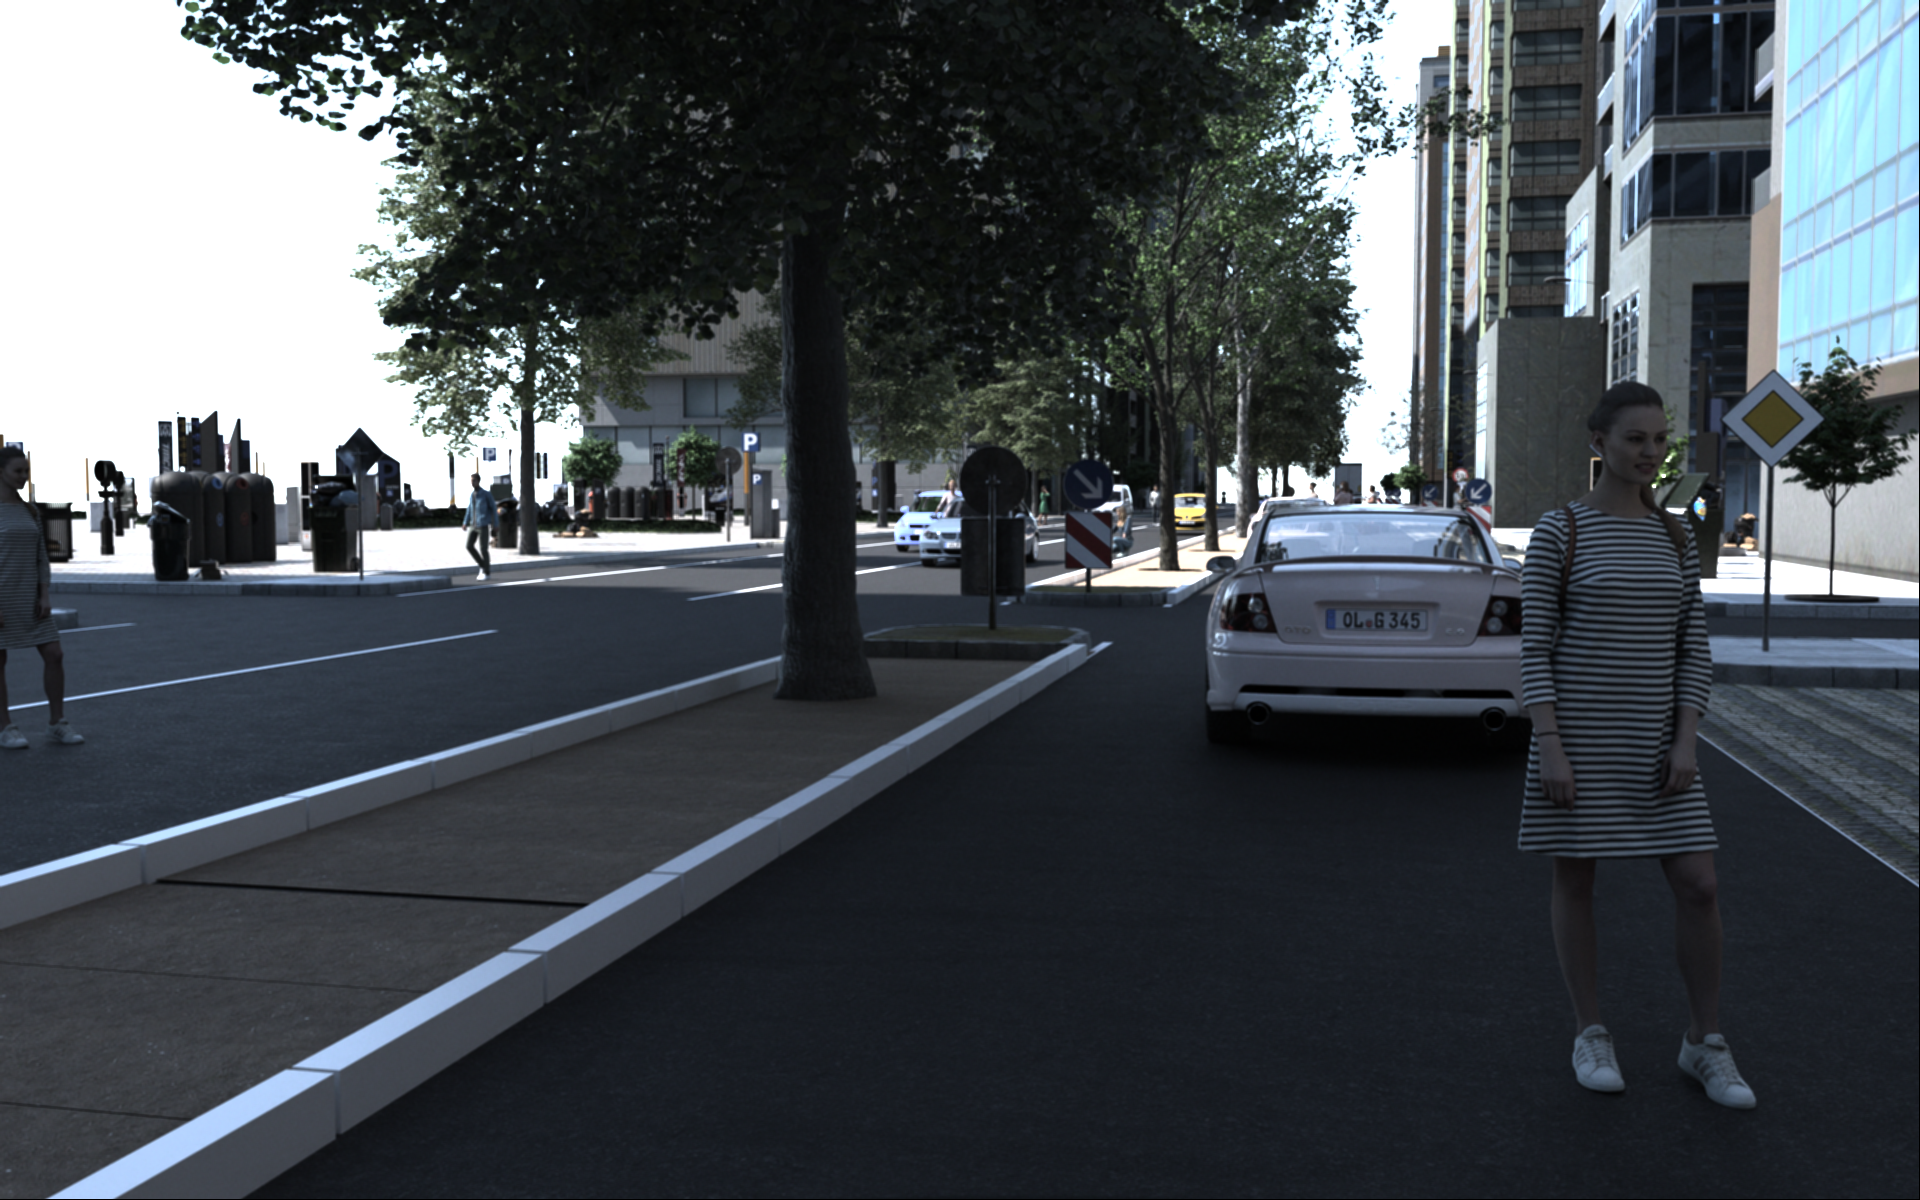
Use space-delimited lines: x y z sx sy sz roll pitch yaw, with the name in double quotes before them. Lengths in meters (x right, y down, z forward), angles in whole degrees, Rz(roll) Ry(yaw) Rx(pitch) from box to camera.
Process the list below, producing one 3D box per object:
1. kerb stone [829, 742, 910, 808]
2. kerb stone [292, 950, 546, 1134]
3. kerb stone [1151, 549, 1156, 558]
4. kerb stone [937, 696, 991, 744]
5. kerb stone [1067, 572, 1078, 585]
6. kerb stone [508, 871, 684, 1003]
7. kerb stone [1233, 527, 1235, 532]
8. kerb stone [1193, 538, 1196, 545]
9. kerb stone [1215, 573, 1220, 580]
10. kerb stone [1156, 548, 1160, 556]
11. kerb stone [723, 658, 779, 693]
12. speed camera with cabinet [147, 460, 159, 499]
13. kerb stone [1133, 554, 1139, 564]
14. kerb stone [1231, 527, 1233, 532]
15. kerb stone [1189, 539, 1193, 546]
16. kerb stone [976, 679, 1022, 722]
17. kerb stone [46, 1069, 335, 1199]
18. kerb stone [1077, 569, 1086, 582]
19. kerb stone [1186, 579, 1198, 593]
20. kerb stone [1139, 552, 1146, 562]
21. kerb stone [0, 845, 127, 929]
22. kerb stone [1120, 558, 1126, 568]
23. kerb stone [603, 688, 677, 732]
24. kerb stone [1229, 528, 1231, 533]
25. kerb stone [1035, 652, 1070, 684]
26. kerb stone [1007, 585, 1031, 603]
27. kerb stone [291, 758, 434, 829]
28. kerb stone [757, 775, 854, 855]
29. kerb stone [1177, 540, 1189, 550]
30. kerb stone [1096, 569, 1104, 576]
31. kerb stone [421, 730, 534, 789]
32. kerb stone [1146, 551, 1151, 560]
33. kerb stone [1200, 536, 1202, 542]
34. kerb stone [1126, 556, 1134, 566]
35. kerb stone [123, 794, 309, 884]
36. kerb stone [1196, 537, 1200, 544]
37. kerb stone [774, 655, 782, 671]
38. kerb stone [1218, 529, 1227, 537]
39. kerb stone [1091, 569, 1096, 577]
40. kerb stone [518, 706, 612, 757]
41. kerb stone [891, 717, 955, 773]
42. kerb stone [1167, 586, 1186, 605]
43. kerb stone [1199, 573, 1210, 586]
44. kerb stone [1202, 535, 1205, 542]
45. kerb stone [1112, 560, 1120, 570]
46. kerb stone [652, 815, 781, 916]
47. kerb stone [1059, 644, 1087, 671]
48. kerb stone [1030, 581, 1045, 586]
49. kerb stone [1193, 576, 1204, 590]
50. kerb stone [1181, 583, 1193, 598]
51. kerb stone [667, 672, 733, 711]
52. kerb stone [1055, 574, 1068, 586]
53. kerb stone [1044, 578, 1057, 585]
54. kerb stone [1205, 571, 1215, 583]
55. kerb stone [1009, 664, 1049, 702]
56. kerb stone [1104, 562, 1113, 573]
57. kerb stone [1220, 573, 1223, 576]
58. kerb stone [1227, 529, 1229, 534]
"kerb stone" -0.438 0.846 8.363 0.120 0.150 1.000 1 4 13
"kerb stone" -1.334 1.095 4.371 0.120 0.150 1.000 1 4 13
"kerb stone" 4.166 -0.987 38.379 0.120 0.150 1.000 1 4 13
"kerb stone" 0.013 0.724 10.362 0.120 0.150 1.000 1 4 13
"kerb stone" 1.687 -0.316 27.369 0.120 0.150 1.000 1 4 13
"kerb stone" -1.109 1.031 5.369 0.120 0.150 1.000 1 4 13
"kerb stone" 10.026 -2.576 64.388 0.120 0.150 1.000 1 4 13
"kerb stone" 6.424 -1.596 48.372 0.120 0.150 1.000 1 4 13
"kerb stone" 4.200 -0.408 28.934 0.120 0.150 1.000 1 4 13
"kerb stone" 4.394 -1.050 39.375 0.120 0.150 1.000 1 4 13
"kerb stone" -1.581 0.572 12.838 0.120 0.150 1.000 1 4 13
"speed camera with cabinet" -38.947 -5.557 85.197 0.660 3.252 2.038 1 4 21
"kerb stone" 3.495 -0.801 35.382 0.120 0.150 1.000 1 4 13
"kerb stone" 9.803 -2.520 63.391 0.120 0.150 1.000 1 4 13
"kerb stone" 6.199 -1.535 47.374 0.120 0.150 1.000 1 4 13
"kerb stone" 0.239 0.663 11.360 0.120 0.150 1.000 1 4 13
"kerb stone" -1.555 1.153 3.369 0.120 0.150 1.000 1 4 13
"kerb stone" 1.923 -0.377 28.367 0.120 0.150 1.000 1 4 13
"kerb stone" 3.289 -0.167 24.930 0.120 0.150 1.000 1 4 13
"kerb stone" 3.727 -0.867 36.377 0.120 0.150 1.000 1 4 13
"kerb stone" -3.156 1.000 5.842 0.120 0.150 1.000 1 4 13
"kerb stone" 3.036 -0.682 33.376 0.120 0.150 1.000 1 4 13
"kerb stone" -2.031 0.695 10.838 0.120 0.150 1.000 1 4 13
"kerb stone" 9.578 -2.458 62.378 0.120 0.150 1.000 1 4 13
"kerb stone" 0.689 0.540 13.371 0.120 0.150 1.000 1 4 13
"kerb stone" 0.788 -0.066 23.358 0.120 0.150 1.000 1 4 13
"kerb stone" -2.707 0.878 7.843 0.120 0.150 1.000 1 4 13
"kerb stone" -0.659 0.909 7.363 0.120 0.150 1.000 1 4 13
"kerb stone" 5.970 -1.479 46.376 0.120 0.150 1.000 1 4 13
"kerb stone" 2.358 -0.500 30.364 0.120 0.150 1.000 1 4 13
"kerb stone" -2.476 0.819 8.842 0.120 0.150 1.000 1 4 13
"kerb stone" 3.950 -0.928 37.375 0.120 0.150 1.000 1 4 13
"kerb stone" 6.874 -1.724 50.376 0.120 0.150 1.000 1 4 13
"kerb stone" 3.275 -0.741 34.384 0.120 0.150 1.000 1 4 13
"kerb stone" -2.928 0.939 6.841 0.120 0.150 1.000 1 4 13
"kerb stone" 6.655 -1.659 49.373 0.120 0.150 1.000 1 4 13
"kerb stone" -1.352 0.514 13.834 0.120 0.150 1.000 1 4 13
"kerb stone" 9.124 -2.335 60.375 0.120 0.150 1.000 1 4 13
"kerb stone" 2.138 -0.439 29.366 0.120 0.150 1.000 1 4 13
"kerb stone" -2.258 0.756 9.841 0.120 0.150 1.000 1 4 13
"kerb stone" -0.209 0.785 9.364 0.120 0.150 1.000 1 4 13
"kerb stone" 2.847 -0.045 22.926 0.120 0.150 1.000 1 4 13
"kerb stone" 3.743 -0.290 26.937 0.120 0.150 1.000 1 4 13
"kerb stone" 7.097 -1.780 51.374 0.120 0.150 1.000 1 4 13
"kerb stone" 2.815 -0.623 32.375 0.120 0.150 1.000 1 4 13
"kerb stone" -0.884 0.968 6.366 0.120 0.150 1.000 1 4 13
"kerb stone" 0.918 0.482 14.371 0.120 0.150 1.000 1 4 13
"kerb stone" 1.015 -0.133 24.366 0.120 0.150 1.000 1 4 13
"kerb stone" 3.516 -0.229 25.932 0.120 0.150 1.000 1 4 13
"kerb stone" 3.076 -0.103 23.930 0.120 0.150 1.000 1 4 13
"kerb stone" -1.801 0.633 11.839 0.120 0.150 1.000 1 4 13
"kerb stone" 1.468 -0.255 26.370 0.120 0.150 1.000 1 4 13
"kerb stone" 1.240 -0.192 25.366 0.120 0.150 1.000 1 4 13
"kerb stone" 3.975 -0.347 27.937 0.120 0.150 1.000 1 4 13
"kerb stone" 0.472 0.601 12.365 0.120 0.150 1.000 1 4 13
"kerb stone" 2.595 -0.555 31.371 0.120 0.150 1.000 1 4 13
"kerb stone" 4.417 -0.473 29.938 0.120 0.150 1.000 1 4 13
"kerb stone" 9.350 -2.396 61.378 0.120 0.150 1.000 1 4 13
